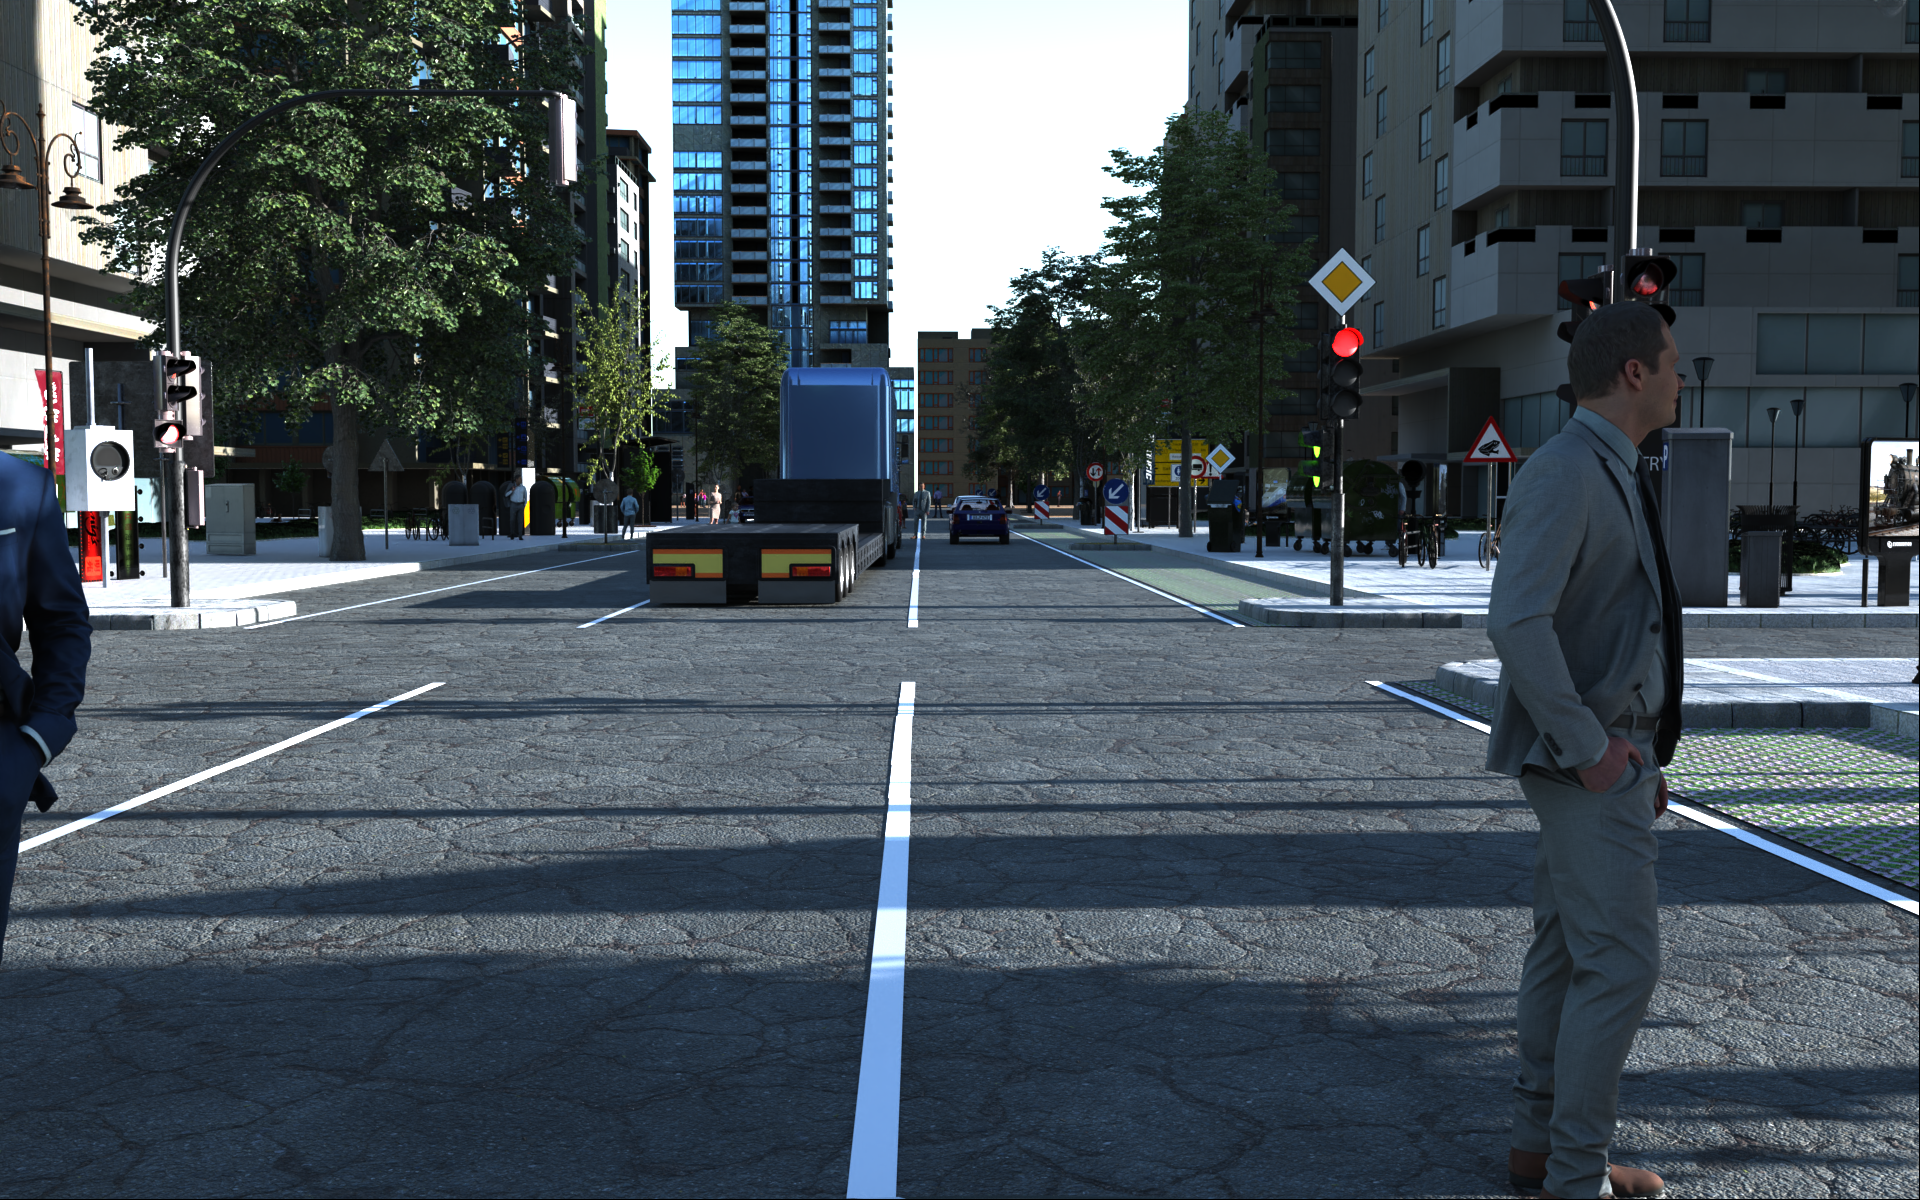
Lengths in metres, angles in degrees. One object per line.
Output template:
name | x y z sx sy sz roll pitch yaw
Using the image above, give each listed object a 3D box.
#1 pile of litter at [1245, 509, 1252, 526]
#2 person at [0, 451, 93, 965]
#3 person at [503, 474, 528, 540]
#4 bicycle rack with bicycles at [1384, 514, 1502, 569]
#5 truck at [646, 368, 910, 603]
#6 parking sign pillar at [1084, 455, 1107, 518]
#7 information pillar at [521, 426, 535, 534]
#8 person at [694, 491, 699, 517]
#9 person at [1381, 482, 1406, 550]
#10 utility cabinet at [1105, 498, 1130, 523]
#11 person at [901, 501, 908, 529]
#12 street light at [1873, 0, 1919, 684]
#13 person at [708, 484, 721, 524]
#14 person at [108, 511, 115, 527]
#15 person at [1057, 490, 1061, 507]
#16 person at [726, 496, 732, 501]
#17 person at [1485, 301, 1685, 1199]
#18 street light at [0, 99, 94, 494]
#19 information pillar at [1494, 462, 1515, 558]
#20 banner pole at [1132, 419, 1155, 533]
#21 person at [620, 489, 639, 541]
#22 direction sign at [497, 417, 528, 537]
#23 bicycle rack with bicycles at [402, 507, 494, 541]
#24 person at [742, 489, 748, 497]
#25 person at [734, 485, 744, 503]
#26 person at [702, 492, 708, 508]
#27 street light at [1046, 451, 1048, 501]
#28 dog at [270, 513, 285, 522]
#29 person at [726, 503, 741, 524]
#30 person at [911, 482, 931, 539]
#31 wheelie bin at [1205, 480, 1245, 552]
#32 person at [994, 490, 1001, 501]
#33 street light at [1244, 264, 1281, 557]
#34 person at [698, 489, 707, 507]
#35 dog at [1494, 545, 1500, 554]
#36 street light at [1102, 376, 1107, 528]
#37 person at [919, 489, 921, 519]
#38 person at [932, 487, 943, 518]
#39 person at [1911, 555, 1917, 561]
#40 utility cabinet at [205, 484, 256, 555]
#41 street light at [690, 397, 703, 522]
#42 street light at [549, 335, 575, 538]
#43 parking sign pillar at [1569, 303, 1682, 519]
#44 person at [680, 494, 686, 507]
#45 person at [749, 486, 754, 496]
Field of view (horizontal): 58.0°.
pile of litter | 9.576 -2.645 57.214 1.719 0.858 1.176 -3 4 -38
person | -1.960 0.337 3.168 0.721 1.800 0.419 -3 5 -43
person | -12.427 -2.587 48.442 0.679 1.850 0.850 -2 4 -25
bicycle rack with bicycles | 8.713 -1.051 30.566 2.852 0.926 2.925 2 4 25
truck | -2.682 -2.526 31.065 2.967 4.110 18.799 0 4 0
parking sign pillar | 7.334 -6.445 93.854 1.447 3.967 1.447 -2 4 -35
information pillar | -13.826 -3.917 55.390 0.183 3.616 0.504 3 5 39
person | -14.756 -5.325 96.340 0.421 1.427 0.697 -1 4 -18
person | 9.958 -2.072 39.765 0.661 1.843 0.795 3 5 42
utility cabinet | 6.932 -4.121 76.064 1.173 1.500 0.318 1 4 11
person | -2.314 -3.602 72.068 0.362 1.253 0.373 -3 5 -40
street light | 6.548 -2.371 11.549 0.468 5.910 1.993 0 4 -1
person | -8.142 -2.980 57.568 0.599 1.781 0.374 -3 4 -39
person | -23.298 -2.478 46.773 0.699 1.804 1.509 -2 4 -34
person | 9.818 -10.027 171.448 0.415 1.643 0.593 0 4 0
person | -19.573 -8.477 145.326 0.721 1.739 1.217 3 4 37
person | 1.256 0.314 3.461 0.391 1.810 0.635 1 4 19
street light | -10.870 -2.927 20.652 0.468 5.910 1.993 0 4 -1
information pillar | 10.979 -1.860 34.910 0.304 2.012 0.304 2 4 35
banner pole | 6.153 -4.136 57.649 0.863 3.779 0.401 -2 4 -25
person | -10.102 -2.611 52.996 0.589 1.601 0.330 1 4 9
direction sign | -13.231 -3.623 51.227 0.876 3.537 0.379 -1 4 -23
bicycle rack with bicycles | -14.204 -2.140 48.365 2.852 0.926 2.925 -1 4 -23
person | -19.397 -9.079 155.430 0.756 1.711 0.436 1 4 13
person | -12.759 -5.745 100.103 0.705 1.807 1.348 1 4 20
person | -23.600 -9.239 160.319 0.599 1.433 0.991 2 4 25
street light | 4.727 -7.442 94.461 0.468 5.910 1.993 0 4 -1
dog | -31.158 -3.750 79.054 0.748 0.427 0.550 3 5 44
person | -5.951 -1.958 45.536 0.382 1.210 0.505 2 4 29
person | -1.252 -2.874 55.582 0.635 1.810 0.391 1 4 11
wheelie bin | 5.859 -1.862 38.349 0.980 1.594 0.693 3 4 36
person | 2.380 -6.376 113.567 0.721 1.723 1.217 -2 4 -31
street light | 6.067 -3.801 34.927 0.468 5.910 1.993 0 4 -1
person | -25.097 -9.909 168.781 0.721 1.743 1.217 3 4 39
dog | 8.432 -0.577 26.259 0.540 0.507 0.406 -1 4 -22
street light | 5.370 -5.614 64.582 0.468 5.910 1.993 0 4 -1
person | -2.259 -5.559 99.490 0.705 1.812 1.348 3 4 39
person | -1.370 -5.865 104.267 0.709 1.838 0.599 -1 4 -22
person | 18.390 -1.501 33.174 0.503 1.515 0.523 -1 4 -19
utility cabinet | -15.322 -1.692 36.347 1.173 1.500 0.318 2 4 28
street light | -12.256 -6.593 80.577 0.468 5.910 1.993 0 4 -1
street light | -11.547 -4.747 50.398 0.468 5.910 1.993 0 4 -1
parking sign pillar | 8.536 -2.066 22.250 1.447 3.967 1.447 0 4 -3
person | -26.762 -9.722 168.180 0.799 1.438 0.628 -2 4 -27
person | -15.095 -7.324 125.420 0.705 1.869 1.348 0 4 7
